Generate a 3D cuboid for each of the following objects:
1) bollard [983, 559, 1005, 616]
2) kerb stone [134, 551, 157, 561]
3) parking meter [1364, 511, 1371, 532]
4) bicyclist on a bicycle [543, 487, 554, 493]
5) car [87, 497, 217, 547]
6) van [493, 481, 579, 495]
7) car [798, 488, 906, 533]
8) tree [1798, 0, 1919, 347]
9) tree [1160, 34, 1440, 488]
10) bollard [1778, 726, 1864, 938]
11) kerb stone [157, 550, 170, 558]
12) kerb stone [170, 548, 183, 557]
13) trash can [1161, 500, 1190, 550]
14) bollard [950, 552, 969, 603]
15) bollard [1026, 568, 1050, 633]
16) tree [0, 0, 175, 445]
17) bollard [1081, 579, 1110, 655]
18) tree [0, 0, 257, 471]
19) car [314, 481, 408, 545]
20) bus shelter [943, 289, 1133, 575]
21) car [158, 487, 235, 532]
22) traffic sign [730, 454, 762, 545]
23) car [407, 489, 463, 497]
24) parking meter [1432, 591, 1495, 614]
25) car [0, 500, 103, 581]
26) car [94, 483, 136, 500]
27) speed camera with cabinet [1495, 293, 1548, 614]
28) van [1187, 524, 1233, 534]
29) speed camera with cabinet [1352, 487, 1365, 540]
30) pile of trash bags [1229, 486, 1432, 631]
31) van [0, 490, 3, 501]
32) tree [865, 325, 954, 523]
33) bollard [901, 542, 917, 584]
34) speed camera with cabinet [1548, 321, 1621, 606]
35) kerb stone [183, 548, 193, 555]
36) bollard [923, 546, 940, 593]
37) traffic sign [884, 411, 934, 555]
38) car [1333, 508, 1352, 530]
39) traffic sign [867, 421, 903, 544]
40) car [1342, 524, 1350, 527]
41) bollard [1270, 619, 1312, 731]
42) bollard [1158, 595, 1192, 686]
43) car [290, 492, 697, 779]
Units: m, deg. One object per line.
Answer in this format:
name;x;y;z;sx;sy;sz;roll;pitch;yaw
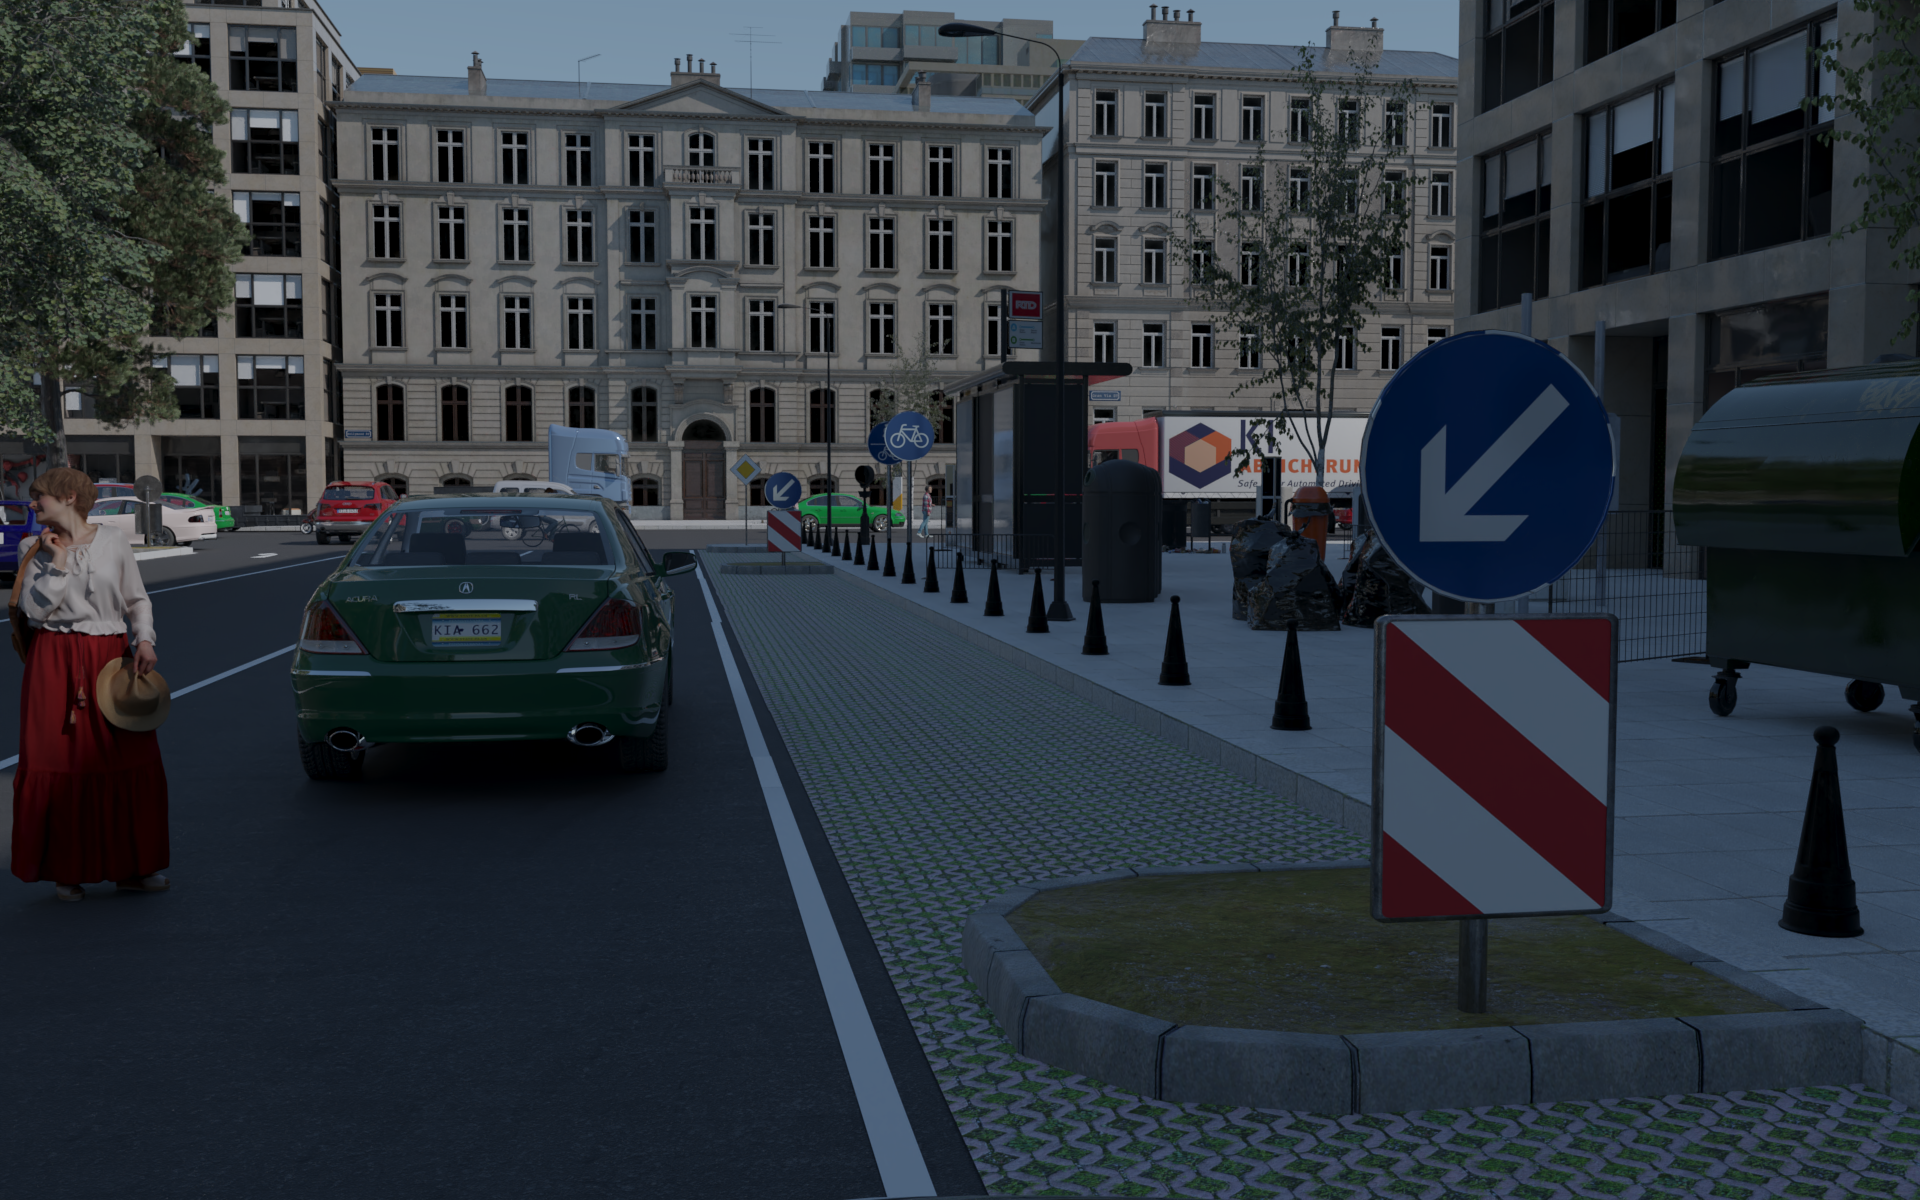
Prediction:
bollard;0.357;-0.134;18.237;0.229;0.601;0.229;0;3;0
kerb stone;-17.873;-0.965;37.983;0.120;0.150;1.000;-1;4;-9
parking meter;9.111;-1.984;38.144;0.399;1.863;0.255;-1;4;-15
bicyclist on a bicycle;-11.037;-2.248;46.771;1.625;1.676;1.499;-1;4;-11
car;-21.544;-1.944;44.142;4.827;1.381;2.083;-1;4;-9
van;-12.595;-2.892;54.292;4.112;2.044;2.013;0;4;-8
car;-4.391;-3.430;64.874;4.718;1.807;1.959;-1;4;-10
tree;9.794;-4.024;16.148;4.737;8.622;4.395;0;3;0
tree;5.689;-4.753;28.080;4.360;8.622;3.978;0;3;0
bollard;2.542;0.669;5.096;0.229;0.601;0.229;0;3;0
kerb stone;-18.049;-1.026;39.001;0.120;0.150;1.000;-1;4;-9
kerb stone;-18.218;-1.090;40.016;0.120;0.150;1.000;-1;4;-9
trash can;4.919;-1.727;39.897;0.748;1.137;0.748;0;3;0
bollard;-0.008;-0.268;20.418;0.229;0.601;0.229;0;3;0
bollard;0.722;0.000;16.046;0.229;0.601;0.229;0;3;0
tree;-16.963;-7.195;26.744;9.857;13.997;8.962;0;3;0
bollard;1.084;0.133;13.864;0.229;0.601;0.229;0;3;0
tree;-18.902;-7.707;35.887;7.806;13.903;7.818;0;3;0
car;-17.496;-2.578;50.831;2.281;1.827;5.304;-1;4;-9
bus shelter;1.012;-3.305;31.666;2.179;5.291;8.768;-1;4;-9
car;-26.010;-2.881;55.904;4.718;1.807;1.959;-1;4;-10
traffic sign;-5.335;-2.418;43.177;0.795;2.450;0.064;-1;4;-9
car;-17.543;-2.805;55.655;4.222;1.686;2.009;-1;4;-8
parking meter;3.366;-0.355;11.513;0.399;1.863;0.255;0;4;-1
car;-14.844;-0.917;27.569;1.945;1.354;3.894;-1;4;-8
car;-29.415;-3.220;61.325;5.304;1.827;2.281;-1;4;-9
speed camera with cabinet;5.481;-1.440;17.880;0.660;3.252;2.038;0;4;6
van;8.192;-3.392;62.475;4.112;2.044;2.013;-1;4;-8
speed camera with cabinet;10.054;-2.772;39.659;2.038;3.252;0.660;1;4;16
pile of trash bags;3.723;-0.492;17.797;1.912;1.369;3.447;0;4;5
van;-38.112;-3.534;64.793;4.112;2.044;2.013;0;4;-7
tree;-2.165;-7.695;76.172;4.360;8.622;3.978;0;3;0
bollard;-0.735;-0.535;24.782;0.229;0.601;0.229;0;3;0
speed camera with cabinet;7.018;-1.602;20.527;0.660;3.252;2.038;-1;4;-10
kerb stone;-18.383;-1.152;41.041;0.120;0.150;1.000;-1;4;-9
bollard;-0.370;-0.401;22.601;0.229;0.601;0.229;0;3;0
traffic sign;-0.778;-1.621;26.604;0.768;2.556;0.104;0;4;-6
car;17.023;-3.654;68.785;4.494;1.783;2.155;-1;4;-10
traffic sign;-1.244;-1.849;30.340;0.768;2.556;0.104;-1;4;-9
car;17.737;-3.653;72.088;4.827;1.381;2.083;0;4;-8
bollard;1.813;0.402;9.468;0.229;0.601;0.229;0;3;0
bollard;1.448;0.268;11.666;0.229;0.601;0.229;0;3;0
car;-2.623;0.095;10.239;2.131;1.459;4.920;-1;4;-9
